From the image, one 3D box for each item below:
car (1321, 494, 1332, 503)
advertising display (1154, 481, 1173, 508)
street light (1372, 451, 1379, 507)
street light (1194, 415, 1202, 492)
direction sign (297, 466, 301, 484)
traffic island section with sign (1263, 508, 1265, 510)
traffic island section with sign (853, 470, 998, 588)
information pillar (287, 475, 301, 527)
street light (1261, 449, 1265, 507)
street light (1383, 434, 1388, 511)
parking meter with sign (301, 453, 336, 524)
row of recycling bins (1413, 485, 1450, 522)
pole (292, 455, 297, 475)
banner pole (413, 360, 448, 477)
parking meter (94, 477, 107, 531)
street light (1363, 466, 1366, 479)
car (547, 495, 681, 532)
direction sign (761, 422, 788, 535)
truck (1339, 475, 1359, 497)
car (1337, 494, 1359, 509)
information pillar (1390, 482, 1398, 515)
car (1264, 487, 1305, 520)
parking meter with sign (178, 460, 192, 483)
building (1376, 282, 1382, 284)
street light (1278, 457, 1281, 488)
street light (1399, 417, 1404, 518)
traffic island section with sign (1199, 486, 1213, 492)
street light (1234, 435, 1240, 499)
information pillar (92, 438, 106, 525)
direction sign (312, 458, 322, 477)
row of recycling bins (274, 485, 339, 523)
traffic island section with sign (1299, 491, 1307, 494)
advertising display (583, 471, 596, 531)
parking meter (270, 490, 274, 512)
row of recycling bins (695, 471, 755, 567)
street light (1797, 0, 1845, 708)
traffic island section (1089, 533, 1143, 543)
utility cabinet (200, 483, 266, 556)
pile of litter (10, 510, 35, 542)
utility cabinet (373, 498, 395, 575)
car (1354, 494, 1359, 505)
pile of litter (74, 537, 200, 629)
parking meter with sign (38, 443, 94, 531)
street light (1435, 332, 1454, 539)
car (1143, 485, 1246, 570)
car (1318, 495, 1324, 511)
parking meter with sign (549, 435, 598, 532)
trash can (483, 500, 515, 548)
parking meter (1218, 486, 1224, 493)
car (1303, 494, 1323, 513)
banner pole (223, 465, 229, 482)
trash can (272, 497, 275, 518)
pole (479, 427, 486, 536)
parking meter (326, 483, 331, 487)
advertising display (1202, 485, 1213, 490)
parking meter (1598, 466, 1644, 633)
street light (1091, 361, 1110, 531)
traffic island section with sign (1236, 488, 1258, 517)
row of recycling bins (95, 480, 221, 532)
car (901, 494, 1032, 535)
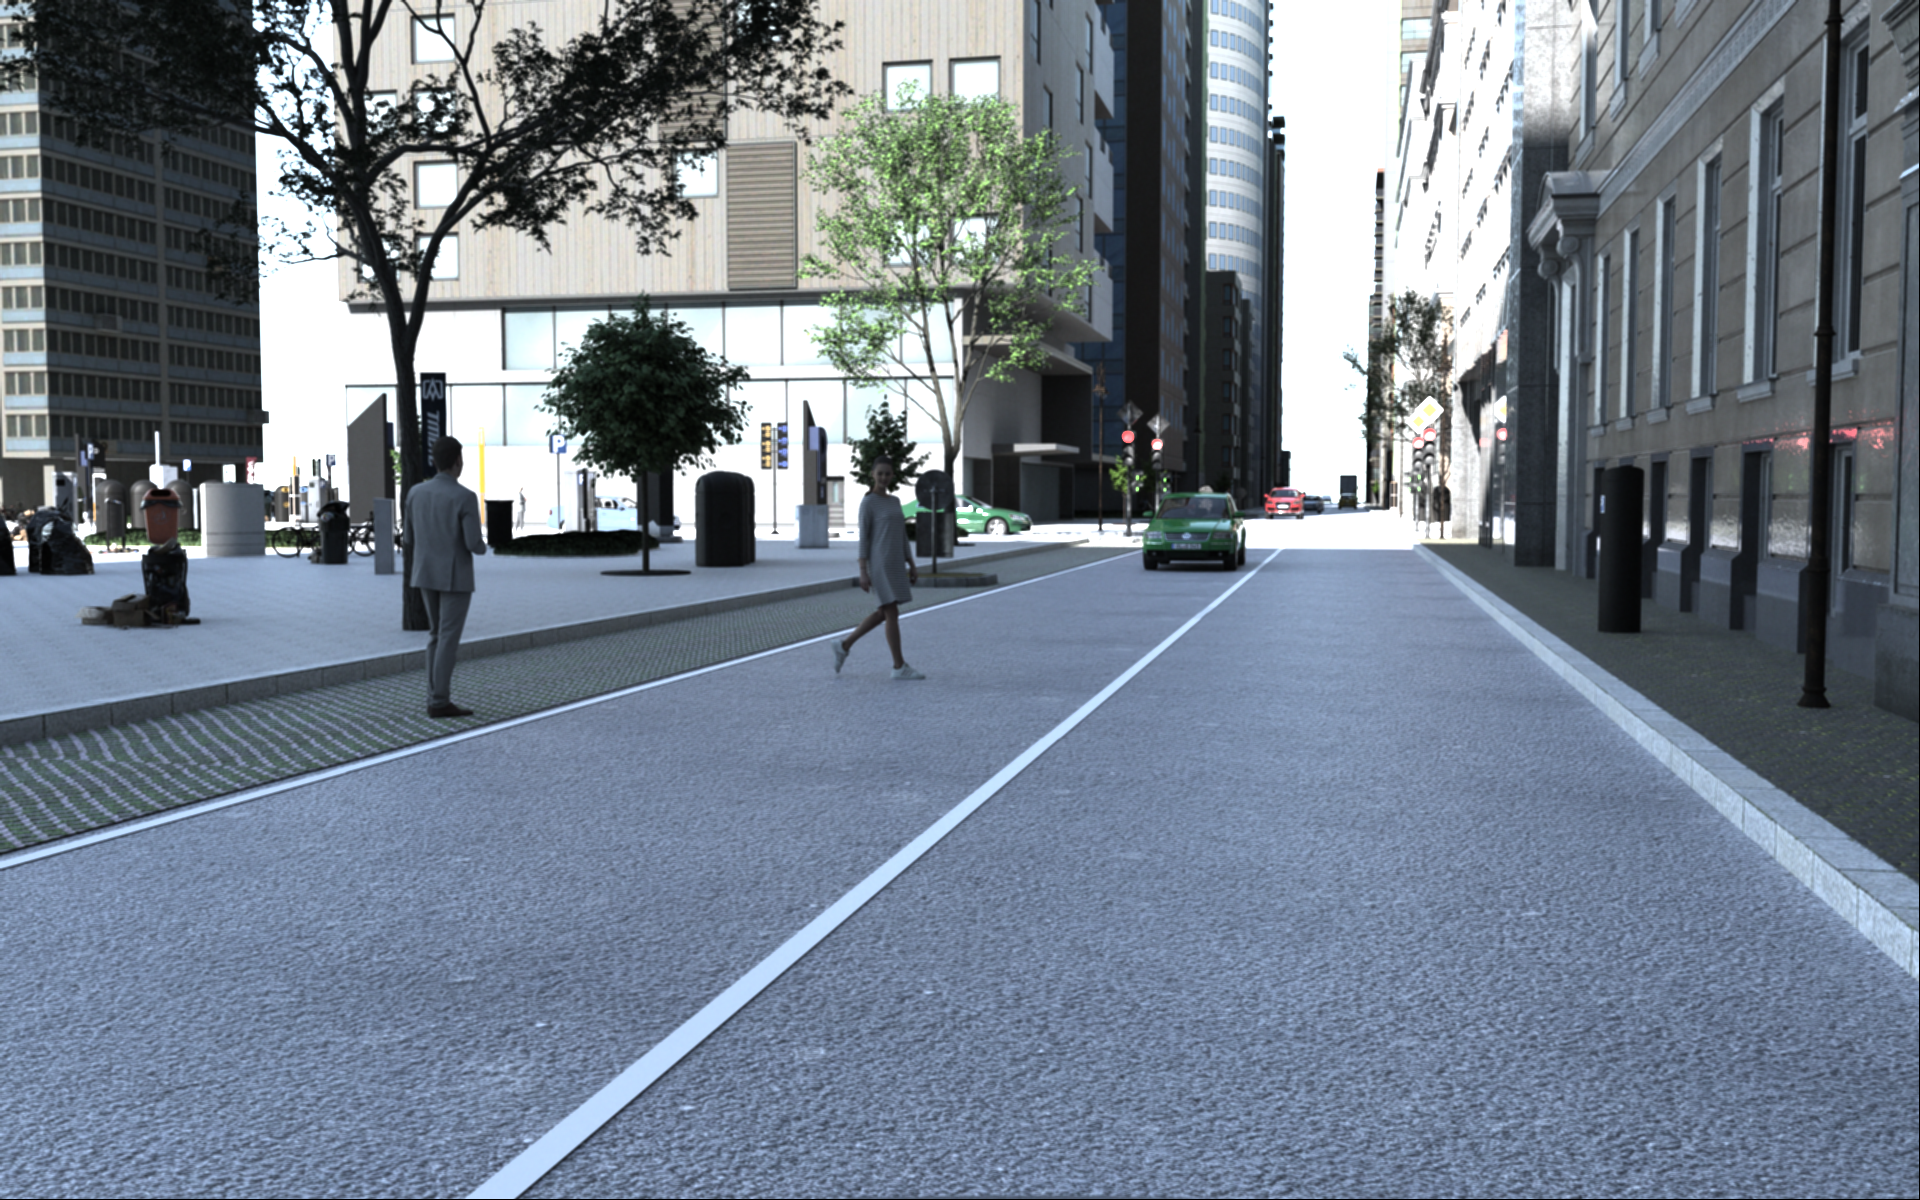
[{"bbox_3d":[60.102,-16.619,284.079,2.083,1.381,4.827,1,4,12],"label":"car"},{"bbox_3d":[10.213,-5.004,87.034,0.974,1.923,0.123,2,4,28],"label":"advertising display"},{"bbox_3d":[40.051,-11.826,166.145,0.468,5.910,1.993,1,4,13],"label":"street light"},{"bbox_3d":[13.659,-7.756,99.595,0.468,5.910,1.993,1,4,13],"label":"street light"},{"bbox_3d":[-52.764,-8.947,138.279,0.379,3.537,0.876,0,4,-6],"label":"direction sign"},{"bbox_3d":[28.387,-9.020,156.102,1.989,1.847,2.006,1,4,13],"label":"traffic island section with sign"},{"bbox_3d":[-0.471,-1.142,27.293,1.989,1.847,2.006,1,4,13],"label":"traffic island section with sign"},{"bbox_3d":[-25.681,-3.816,66.883,0.304,2.012,0.304,2,4,35],"label":"information pillar"},{"bbox_3d":[30.429,-12.311,174.071,0.468,5.910,1.993,1,4,13],"label":"street light"},{"bbox_3d":[31.972,-9.641,130.411,0.468,5.910,1.993,1,4,13],"label":"street light"},{"bbox_3d":[-27.762,-4.802,74.768,1.738,3.016,0.543,2,4,24],"label":"parking meter with sign"},{"bbox_3d":[22.755,-4.465,80.112,3.534,1.692,1.069,2,4,25],"label":"row of recycling bins"},{"bbox_3d":[-34.910,-5.936,90.902,0.158,3.312,0.155,0,3,0],"label":"pole"},{"bbox_3d":[-9.688,-2.531,31.394,0.863,3.779,0.401,0,4,-1],"label":"banner pole"},{"bbox_3d":[-28.749,-3.197,57.980,0.399,1.863,0.255,2,4,30],"label":"parking meter"},{"bbox_3d":[58.240,-16.789,247.283,0.468,5.910,1.993,1,4,13],"label":"street light"},{"bbox_3d":[-11.693,-2.856,58.695,4.499,1.417,2.014,1,4,11],"label":"car"},{"bbox_3d":[-5.859,-3.838,54.745,0.876,3.537,0.379,1,4,10],"label":"direction sign"},{"bbox_3d":[57.588,-16.374,256.623,2.839,4.237,11.283,1,4,14],"label":"truck"},{"bbox_3d":[37.136,-9.518,165.842,2.015,1.641,3.980,1,4,14],"label":"car"},{"bbox_3d":[26.468,-6.186,105.631,0.304,2.012,0.304,-2,4,-34],"label":"information pillar"},{"bbox_3d":[18.412,-5.474,98.172,2.281,1.827,5.304,1,4,13],"label":"car"},{"bbox_3d":[-39.707,-5.583,87.544,0.543,3.016,1.738,2,4,27],"label":"parking meter with sign"},{"bbox_3d":[75.805,-39.675,268.296,23.786,49.044,30.456,1,4,13],"label":"building"},{"bbox_3d":[39.842,-14.880,216.074,0.468,5.910,1.993,1,4,13],"label":"street light"},{"bbox_3d":[23.260,-7.244,91.223,0.468,5.910,1.993,1,4,13],"label":"street light"},{"bbox_3d":[11.510,-4.414,80.798,1.989,1.847,2.006,1,4,13],"label":"traffic island section with sign"},{"bbox_3d":[21.604,-9.918,134.947,0.468,5.910,1.993,1,4,13],"label":"street light"},{"bbox_3d":[-35.513,-4.898,71.439,0.504,3.616,0.183,-2,4,-26],"label":"information pillar"},{"bbox_3d":[-40.585,-7.177,109.337,0.876,3.537,0.379,2,4,30],"label":"direction sign"},{"bbox_3d":[-29.189,-4.355,78.322,3.534,1.692,1.069,0,4,-5],"label":"row of recycling bins"},{"bbox_3d":[52.606,-15.632,264.202,1.989,1.847,2.006,1,4,13],"label":"traffic island section with sign"},{"bbox_3d":[-10.420,-2.660,48.712,0.123,1.923,0.974,0,4,1],"label":"advertising display"},{"bbox_3d":[-48.720,-6.989,122.685,0.372,1.533,0.369,0,3,0],"label":"parking meter"},{"bbox_3d":[-4.313,-1.527,32.083,1.069,1.692,3.534,0,4,-4],"label":"row of recycling bins"},{"bbox_3d":[5.159,-2.294,10.287,0.468,5.910,1.993,1,4,13],"label":"street light"},{"bbox_3d":[5.035,-1.811,51.899,2.009,0.180,2.903,1,4,13],"label":"traffic island section"},{"bbox_3d":[-14.914,-1.643,35.541,1.173,1.500,0.318,-3,5,-39],"label":"utility cabinet"},{"bbox_3d":[-25.529,-2.023,47.033,1.719,0.858,1.176,2,4,34],"label":"pile of litter"},{"bbox_3d":[-9.315,-1.034,28.061,0.306,1.237,1.020,-1,4,-16],"label":"utility cabinet"},{"bbox_3d":[51.862,-13.331,229.763,2.131,1.459,4.920,1,4,14],"label":"car"},{"bbox_3d":[-8.121,-0.193,17.122,1.176,0.858,1.719,-1,4,-15],"label":"pile of litter"},{"bbox_3d":[-30.839,-3.879,59.690,1.738,3.016,0.543,0,4,-6],"label":"parking meter with sign"},{"bbox_3d":[13.809,-4.689,49.450,0.468,5.910,1.993,1,4,13],"label":"street light"},{"bbox_3d":[4.644,-1.542,34.011,1.959,1.807,4.718,1,4,12],"label":"car"},{"bbox_3d":[29.757,-8.199,146.423,2.083,1.381,4.827,1,4,15],"label":"car"},{"bbox_3d":[-11.182,-3.308,50.353,1.738,3.016,0.543,3,5,42],"label":"parking meter with sign"},{"bbox_3d":[-10.994,-1.817,41.360,0.748,1.137,0.748,0,3,0],"label":"trash can"},{"bbox_3d":[18.179,-7.024,120.550,0.255,1.863,0.399,-2,4,-23],"label":"parking meter"},{"bbox_3d":[26.360,-7.255,130.629,2.014,1.417,4.499,1,4,13],"label":"car"},{"bbox_3d":[-53.323,-8.305,125.800,0.863,3.779,0.401,3,4,37],"label":"banner pole"},{"bbox_3d":[-37.174,-5.065,94.470,0.748,1.137,0.748,0,3,0],"label":"trash can"},{"bbox_3d":[-14.543,-3.602,52.740,0.158,3.312,0.155,0,3,0],"label":"pole"},{"bbox_3d":[-32.811,-5.154,89.981,0.255,1.863,0.399,1,4,10],"label":"parking meter"},{"bbox_3d":[17.448,-7.165,122.366,0.974,1.923,0.123,3,5,43],"label":"advertising display"},{"bbox_3d":[6.153,-0.472,16.121,0.372,1.533,0.369,0,3,0],"label":"parking meter"},{"bbox_3d":[4.916,-5.362,60.453,0.468,5.910,1.993,1,4,13],"label":"street light"},{"bbox_3d":[17.494,-6.046,107.485,1.989,1.847,2.006,1,4,13],"label":"traffic island section with sign"},{"bbox_3d":[-23.076,-2.633,50.170,3.534,1.692,1.069,-2,4,-31],"label":"row of recycling bins"},{"bbox_3d":[-0.047,-2.784,57.314,4.920,1.459,2.131,1,4,11],"label":"car"}]
